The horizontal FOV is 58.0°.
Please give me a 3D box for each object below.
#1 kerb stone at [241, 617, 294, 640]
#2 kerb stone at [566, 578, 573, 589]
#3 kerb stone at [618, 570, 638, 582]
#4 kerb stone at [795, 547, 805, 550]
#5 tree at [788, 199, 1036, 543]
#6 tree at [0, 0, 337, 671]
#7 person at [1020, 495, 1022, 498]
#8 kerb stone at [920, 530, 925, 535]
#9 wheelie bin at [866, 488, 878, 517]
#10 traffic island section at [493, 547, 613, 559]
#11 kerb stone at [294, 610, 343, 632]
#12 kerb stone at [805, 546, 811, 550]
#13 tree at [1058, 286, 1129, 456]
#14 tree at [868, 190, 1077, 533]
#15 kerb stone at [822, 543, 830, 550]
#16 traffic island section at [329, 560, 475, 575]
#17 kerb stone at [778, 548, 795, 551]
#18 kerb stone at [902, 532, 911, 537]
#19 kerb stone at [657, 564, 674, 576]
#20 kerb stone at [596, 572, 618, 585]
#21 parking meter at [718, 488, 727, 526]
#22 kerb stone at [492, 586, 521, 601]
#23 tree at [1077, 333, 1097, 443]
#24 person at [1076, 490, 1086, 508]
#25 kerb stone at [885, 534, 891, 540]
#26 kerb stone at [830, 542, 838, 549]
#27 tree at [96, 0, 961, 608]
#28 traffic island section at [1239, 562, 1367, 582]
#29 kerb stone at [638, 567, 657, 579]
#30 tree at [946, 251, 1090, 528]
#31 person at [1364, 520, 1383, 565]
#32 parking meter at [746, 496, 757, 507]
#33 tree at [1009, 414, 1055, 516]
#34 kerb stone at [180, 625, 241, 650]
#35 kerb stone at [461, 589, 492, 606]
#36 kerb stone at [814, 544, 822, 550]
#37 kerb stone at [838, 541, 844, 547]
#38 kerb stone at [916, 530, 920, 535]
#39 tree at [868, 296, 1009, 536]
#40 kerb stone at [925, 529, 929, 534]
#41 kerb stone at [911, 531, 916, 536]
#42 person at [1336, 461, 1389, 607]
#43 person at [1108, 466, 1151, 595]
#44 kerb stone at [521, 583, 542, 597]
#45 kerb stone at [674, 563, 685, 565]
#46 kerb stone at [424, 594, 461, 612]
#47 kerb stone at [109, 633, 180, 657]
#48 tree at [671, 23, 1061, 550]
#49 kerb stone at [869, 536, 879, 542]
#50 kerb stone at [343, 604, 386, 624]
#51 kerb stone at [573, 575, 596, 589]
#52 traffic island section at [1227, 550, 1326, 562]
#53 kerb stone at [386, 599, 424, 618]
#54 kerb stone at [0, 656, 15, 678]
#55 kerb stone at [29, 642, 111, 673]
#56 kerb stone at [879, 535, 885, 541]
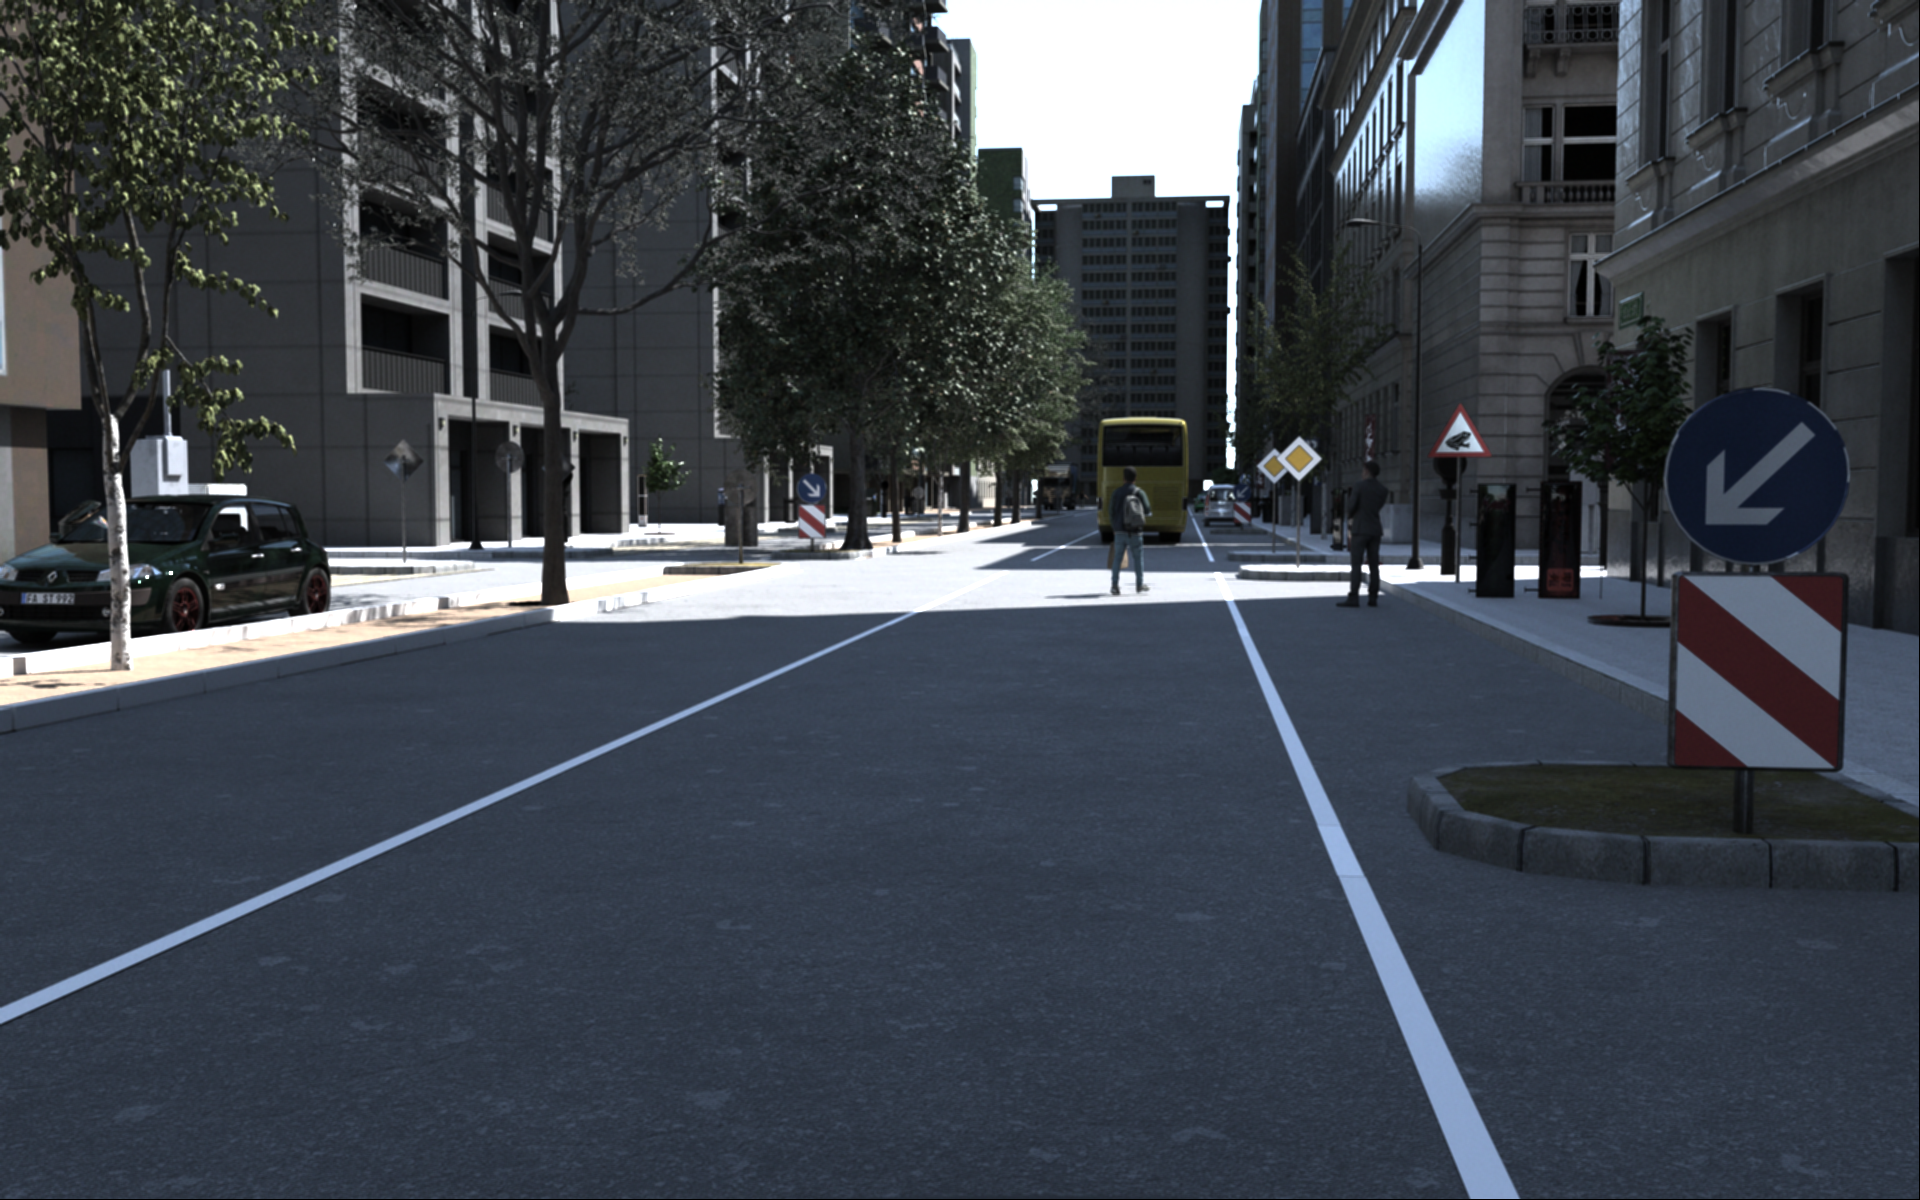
[{"bbox_3d":[-7.003,0.304,17.342,0.120,0.150,1.000,0,4,7],"label":"kerb stone"},{"bbox_3d":[-5.960,-0.200,25.475,0.120,0.150,1.000,0,4,7],"label":"kerb stone"},{"bbox_3d":[-5.557,-0.388,28.533,0.120,0.150,1.000,0,4,7],"label":"kerb stone"},{"bbox_3d":[-3.931,-1.166,41.253,0.120,0.150,1.000,0,4,7],"label":"kerb stone"},{"bbox_3d":[-1.788,-6.977,50.938,8.767,10.594,7.601,0,4,7],"label":"tree"},{"bbox_3d":[-6.767,-3.711,13.501,4.737,8.622,4.395,0,3,0],"label":"tree"},{"bbox_3d":[4.990,-8.254,144.930,0.593,1.643,0.415,3,5,41],"label":"person"},{"bbox_3d":[-1.444,-2.348,60.584,0.120,0.150,1.000,0,4,7],"label":"kerb stone"},{"bbox_3d":[-4.982,-5.404,96.261,0.980,1.594,0.693,2,4,29],"label":"wheelie bin"},{"bbox_3d":[-9.246,-1.075,39.854,2.009,0.180,2.903,0,4,7],"label":"traffic island section"},{"bbox_3d":[-6.869,0.236,18.362,0.120,0.150,1.000,0,4,7],"label":"kerb stone"},{"bbox_3d":[-3.801,-1.221,42.277,0.120,0.150,1.000,0,4,7],"label":"kerb stone"},{"bbox_3d":[4.465,-11.287,97.377,12.009,13.543,11.850,0,3,0],"label":"tree"},{"bbox_3d":[0.087,-8.774,64.044,7.486,12.596,7.792,0,3,0],"label":"tree"},{"bbox_3d":[-3.542,-1.347,44.305,0.120,0.150,1.000,0,4,7],"label":"kerb stone"},{"bbox_3d":[-10.262,-0.590,31.934,2.009,0.180,2.903,0,4,7],"label":"traffic island section"},{"bbox_3d":[-4.052,-1.102,40.238,0.120,0.150,1.000,0,4,7],"label":"kerb stone"},{"bbox_3d":[-1.836,-2.162,57.539,0.120,0.150,1.000,0,4,7],"label":"kerb stone"},{"bbox_3d":[-5.304,-0.512,30.564,0.120,0.150,1.000,0,4,7],"label":"kerb stone"},{"bbox_3d":[-5.689,-0.326,27.520,0.120,0.150,1.000,0,4,7],"label":"kerb stone"},{"bbox_3d":[-9.569,-3.757,69.842,0.372,1.533,0.369,0,3,0],"label":"parking meter"},{"bbox_3d":[-6.218,-0.076,23.443,0.120,0.150,1.000,0,4,7],"label":"kerb stone"},{"bbox_3d":[2.583,-9.872,81.992,7.486,12.596,7.792,0,3,0],"label":"tree"},{"bbox_3d":[12.370,-10.215,175.531,1.348,1.822,0.705,2,4,30],"label":"person"},{"bbox_3d":[-2.363,-1.908,53.469,0.120,0.150,1.000,0,4,7],"label":"kerb stone"},{"bbox_3d":[-3.410,-1.414,45.319,0.120,0.150,1.000,0,4,7],"label":"kerb stone"},{"bbox_3d":[-5.187,-6.657,21.676,12.009,13.543,11.850,0,3,0],"label":"tree"},{"bbox_3d":[5.848,-0.464,29.870,2.009,0.180,2.903,0,4,7],"label":"traffic island section"},{"bbox_3d":[-5.427,-0.445,29.547,0.120,0.150,1.000,0,4,7],"label":"kerb stone"},{"bbox_3d":[1.700,-8.872,73.272,9.928,11.665,9.643,0,3,0],"label":"tree"},{"bbox_3d":[8.139,-1.578,34.315,0.388,1.821,0.555,3,4,38],"label":"person"},{"bbox_3d":[-7.839,-3.624,64.967,0.399,1.863,0.255,3,5,43],"label":"parking meter"},{"bbox_3d":[3.050,-8.352,89.370,4.360,8.622,3.978,0,3,0],"label":"tree"},{"bbox_3d":[-7.125,0.361,16.322,0.120,0.150,1.000,0,4,7],"label":"kerb stone"},{"bbox_3d":[-6.346,-0.012,22.429,0.120,0.150,1.000,0,4,7],"label":"kerb stone"},{"bbox_3d":[-3.670,-1.288,43.291,0.120,0.150,1.000,0,4,7],"label":"kerb stone"},{"bbox_3d":[-3.281,-1.477,46.338,0.120,0.150,1.000,0,4,7],"label":"kerb stone"},{"bbox_3d":[-1.589,-2.286,59.568,0.120,0.150,1.000,0,4,7],"label":"kerb stone"},{"bbox_3d":[-0.653,-6.441,58.128,4.360,8.622,3.978,0,3,0],"label":"tree"},{"bbox_3d":[-1.314,-2.407,61.605,0.120,0.150,1.000,0,4,7],"label":"kerb stone"},{"bbox_3d":[-1.710,-2.224,58.553,0.120,0.150,1.000,0,4,7],"label":"kerb stone"},{"bbox_3d":[5.125,-0.845,22.128,0.655,1.846,0.447,-2,4,-24],"label":"person"},{"bbox_3d":[2.354,-0.984,24.577,0.794,1.824,0.713,3,5,41],"label":"person"},{"bbox_3d":[-6.089,-0.137,24.461,0.120,0.150,1.000,0,4,7],"label":"kerb stone"},{"bbox_3d":[-5.172,-0.575,31.591,0.120,0.150,1.000,0,4,7],"label":"kerb stone"},{"bbox_3d":[-6.472,0.048,21.411,0.120,0.150,1.000,0,4,7],"label":"kerb stone"},{"bbox_3d":[-7.257,0.422,15.303,0.120,0.150,1.000,0,4,7],"label":"kerb stone"},{"bbox_3d":[-2.502,-7.507,42.204,9.611,12.733,9.660,0,3,0],"label":"tree"},{"bbox_3d":[-2.626,-1.786,51.424,0.120,0.150,1.000,0,4,7],"label":"kerb stone"},{"bbox_3d":[-6.735,0.172,19.384,0.120,0.150,1.000,0,4,7],"label":"kerb stone"},{"bbox_3d":[-5.828,-0.263,26.498,0.120,0.150,1.000,0,4,7],"label":"kerb stone"},{"bbox_3d":[6.864,-0.949,37.790,2.009,0.180,2.903,0,4,7],"label":"traffic island section"},{"bbox_3d":[-6.613,0.111,20.399,0.120,0.150,1.000,0,4,7],"label":"kerb stone"},{"bbox_3d":[-7.519,0.548,13.267,0.120,0.150,1.000,0,4,7],"label":"kerb stone"},{"bbox_3d":[-7.385,0.484,14.280,0.120,0.150,1.000,0,4,7],"label":"kerb stone"},{"bbox_3d":[-2.487,-1.847,52.445,0.120,0.150,1.000,0,4,7],"label":"kerb stone"}]
